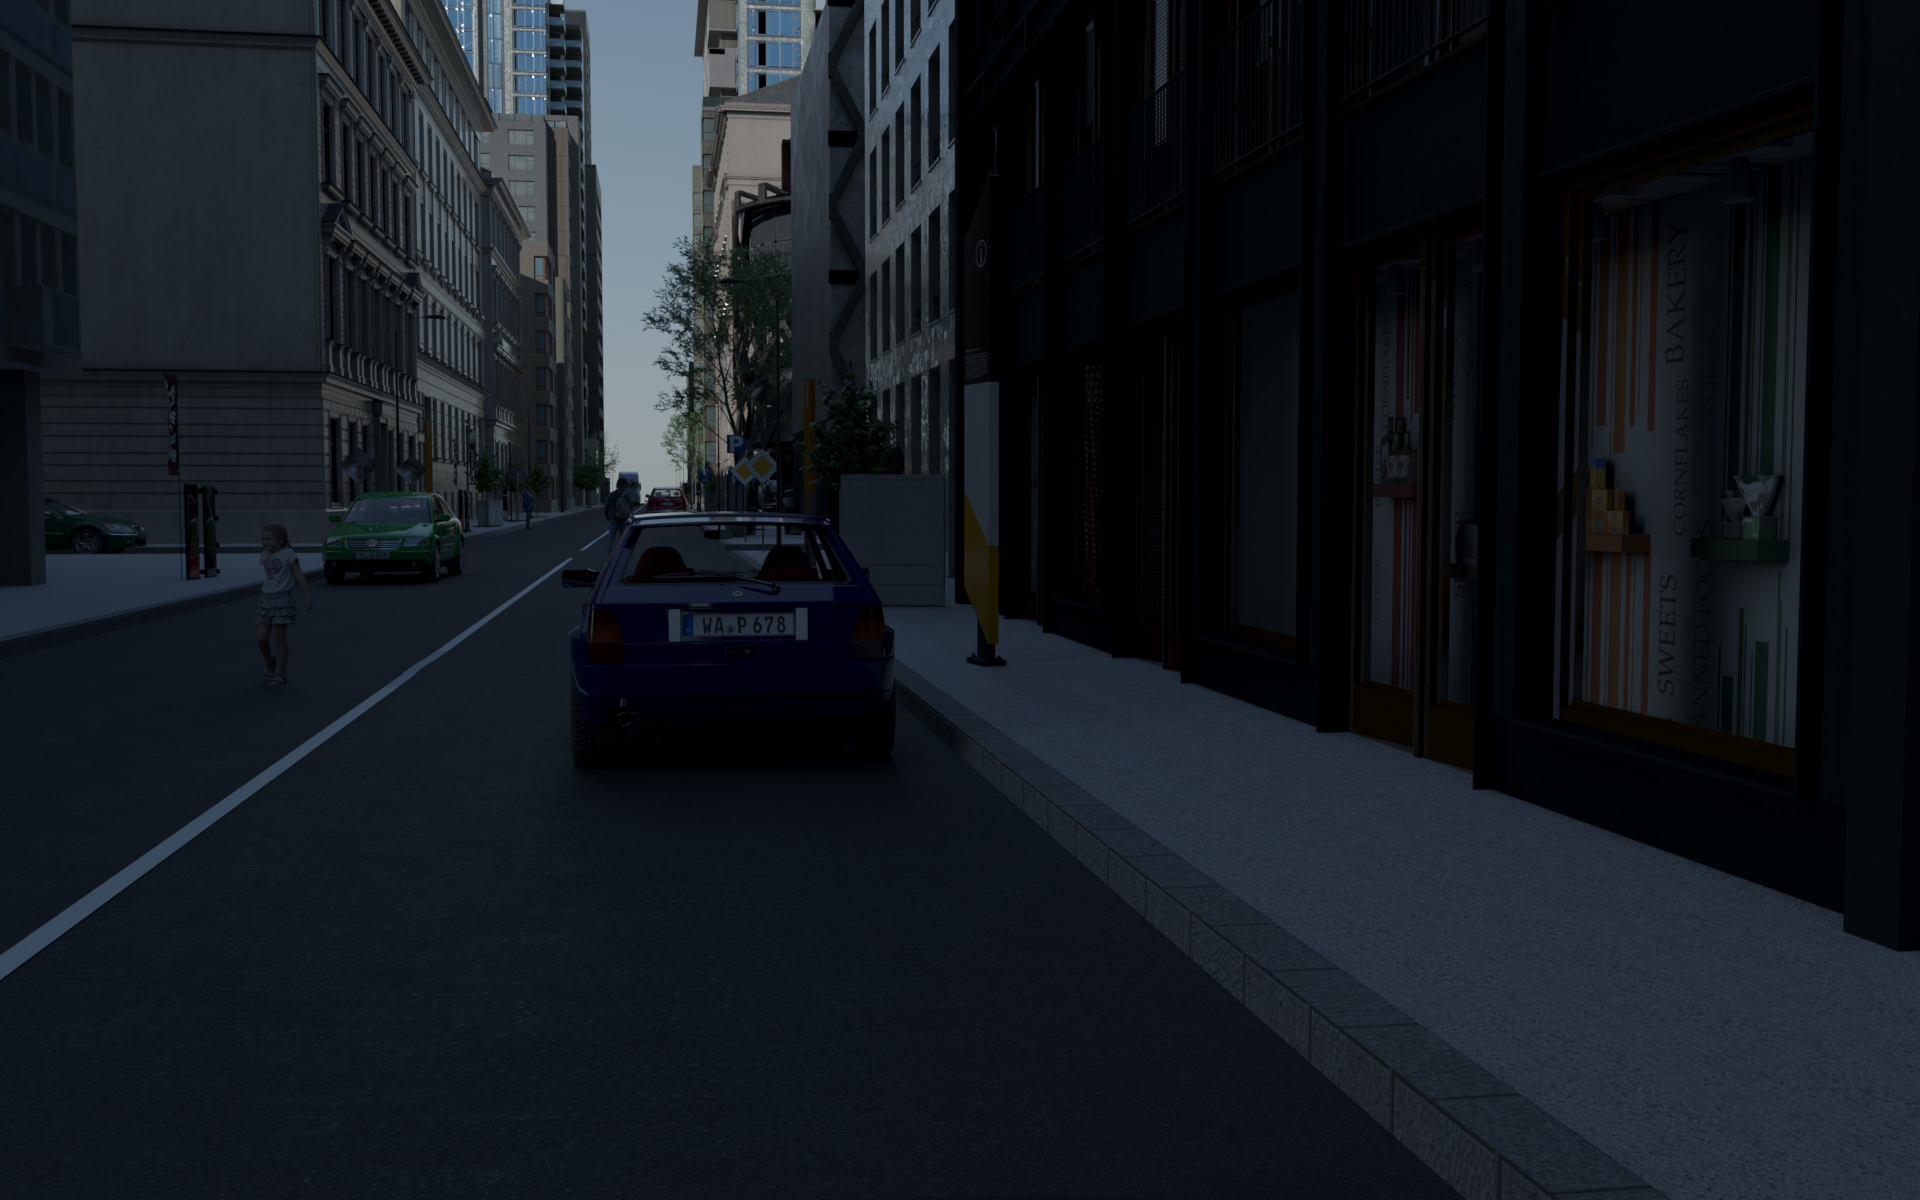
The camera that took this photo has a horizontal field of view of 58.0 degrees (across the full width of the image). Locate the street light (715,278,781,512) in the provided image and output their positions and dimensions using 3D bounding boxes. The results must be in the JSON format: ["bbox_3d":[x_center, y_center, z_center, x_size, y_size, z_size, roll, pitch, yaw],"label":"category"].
[{"bbox_3d":[-4.478,-3.972,37.478,1.470,5.913,1.316,-1,4,-10],"label":"street light"}]

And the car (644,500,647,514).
[{"bbox_3d":[-18.970,-6.104,109.594,2.009,1.686,4.222,-1,4,-9],"label":"car"}]

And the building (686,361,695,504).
[{"bbox_3d":[-24.017,-24.282,242.048,27.650,21.520,28.899,-1,4,-10],"label":"building"}]

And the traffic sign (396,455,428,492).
[{"bbox_3d":[-13.995,-2.485,44.271,0.795,2.450,0.064,-1,4,-10],"label":"traffic sign"}]

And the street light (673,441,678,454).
[{"bbox_3d":[-23.949,-10.900,150.753,1.470,5.913,1.316,-1,4,-10],"label":"street light"}]

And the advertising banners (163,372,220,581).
[{"bbox_3d":[-11.478,-1.815,25.864,0.090,3.025,2.074,0,4,-5],"label":"advertising banners"}]

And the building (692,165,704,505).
[{"bbox_3d":[-26.647,-32.745,218.969,14.154,41.232,14.086,-1,4,-10],"label":"building"}]

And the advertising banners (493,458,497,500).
[{"bbox_3d":[-19.210,-4.611,71.578,0.090,3.025,2.074,-1,4,-16],"label":"advertising banners"}]

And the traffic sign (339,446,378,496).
[{"bbox_3d":[-12.634,-2.004,36.402,0.795,2.450,0.064,-1,4,-10],"label":"traffic sign"}]

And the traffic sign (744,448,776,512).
[{"bbox_3d":[-4.309,-2.090,37.816,0.795,2.450,0.064,-1,4,-10],"label":"traffic sign"}]

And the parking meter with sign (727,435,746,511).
[{"bbox_3d":[-6.656,-3.386,51.624,0.543,3.016,1.738,0,4,-7],"label":"parking meter with sign"}]

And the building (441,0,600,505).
[{"bbox_3d":[-56.022,-55.061,212.917,22.319,86.520,31.000,-1,4,-10],"label":"building"}]

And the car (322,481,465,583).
[{"bbox_3d":[-9.566,-1.262,29.425,1.959,1.807,4.718,-1,4,-8],"label":"car"}]

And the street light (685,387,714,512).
[{"bbox_3d":[-11.006,-6.270,75.048,1.470,5.913,1.316,-1,4,-10],"label":"street light"}]

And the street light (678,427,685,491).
[{"bbox_3d":[-18.435,-8.969,119.191,1.470,5.913,1.316,-1,4,-10],"label":"street light"}]

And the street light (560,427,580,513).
[{"bbox_3d":[-27.051,-9.027,120.127,1.470,5.913,1.316,-1,4,-10],"label":"street light"}]

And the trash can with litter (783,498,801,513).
[{"bbox_3d":[-5.194,-2.636,54.493,0.624,1.170,1.055,-1,4,-21],"label":"trash can with litter"}]

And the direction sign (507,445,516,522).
[{"bbox_3d":[-20.626,-5.354,79.527,0.379,3.537,0.876,-1,4,-17],"label":"direction sign"}]

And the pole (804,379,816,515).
[{"bbox_3d":[-2.662,-2.256,30.721,0.158,3.312,0.155,0,3,0],"label":"pole"}]

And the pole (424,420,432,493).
[{"bbox_3d":[-14.663,-3.299,47.786,0.158,3.312,0.155,0,3,0],"label":"pole"}]

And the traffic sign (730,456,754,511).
[{"bbox_3d":[-5.670,-2.571,45.685,0.795,2.450,0.064,-1,4,-10],"label":"traffic sign"}]

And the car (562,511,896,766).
[{"bbox_3d":[-1.456,0.122,10.585,1.945,1.354,3.894,-1,4,-10],"label":"car"}]

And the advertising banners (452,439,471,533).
[{"bbox_3d":[-16.225,-3.678,56.322,0.090,3.025,2.074,0,4,-2],"label":"advertising banners"}]

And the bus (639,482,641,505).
[{"bbox_3d":[-44.528,-14.639,234.204,2.948,3.499,13.247,-1,4,-10],"label":"bus"}]

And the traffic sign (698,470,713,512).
[{"bbox_3d":[-13.240,-5.505,90.109,0.768,2.556,0.104,0,4,-1],"label":"traffic sign"}]

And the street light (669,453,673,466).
[{"bbox_3d":[-31.639,-13.597,194.851,1.470,5.913,1.316,-1,4,-10],"label":"street light"}]

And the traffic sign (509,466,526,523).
[{"bbox_3d":[-19.928,-4.765,78.014,0.768,2.556,0.104,0,4,-6],"label":"traffic sign"}]

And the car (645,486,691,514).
[{"bbox_3d":[-14.526,-4.741,86.182,2.281,1.827,5.304,-1,4,-9],"label":"car"}]

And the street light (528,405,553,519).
[{"bbox_3d":[-21.812,-7.183,89.981,1.470,5.913,1.316,-1,4,-10],"label":"street light"}]

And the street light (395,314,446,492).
[{"bbox_3d":[-13.996,-4.422,44.845,1.470,5.913,1.316,-1,4,-10],"label":"street light"}]

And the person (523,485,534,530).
[{"bbox_3d":[-17.453,-3.749,69.983,0.419,1.800,0.721,0,3,0],"label":"person"}]

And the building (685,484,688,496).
[{"bbox_3d":[-26.739,-35.224,267.795,32.217,40.220,23.993,-1,4,-10],"label":"building"}]

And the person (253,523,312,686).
[{"bbox_3d":[-5.095,0.026,13.093,0.505,1.210,0.382,1,4,12],"label":"person"}]

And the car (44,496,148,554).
[{"bbox_3d":[-21.330,-1.713,39.800,4.920,1.459,2.131,-1,4,-9],"label":"car"}]

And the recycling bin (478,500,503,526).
[{"bbox_3d":[-18.719,-3.454,69.022,0.722,1.027,0.722,3,4,37],"label":"recycling bin"}]

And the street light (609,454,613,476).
[{"bbox_3d":[-41.050,-14.003,201.490,1.470,5.913,1.316,-1,4,-10],"label":"street light"}]

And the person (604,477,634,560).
[{"bbox_3d":[-7.170,-1.685,36.397,0.623,1.781,0.721,-1,4,-8],"label":"person"}]

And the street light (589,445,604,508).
[{"bbox_3d":[-34.710,-11.761,164.831,1.470,5.913,1.316,-1,4,-10],"label":"street light"}]
